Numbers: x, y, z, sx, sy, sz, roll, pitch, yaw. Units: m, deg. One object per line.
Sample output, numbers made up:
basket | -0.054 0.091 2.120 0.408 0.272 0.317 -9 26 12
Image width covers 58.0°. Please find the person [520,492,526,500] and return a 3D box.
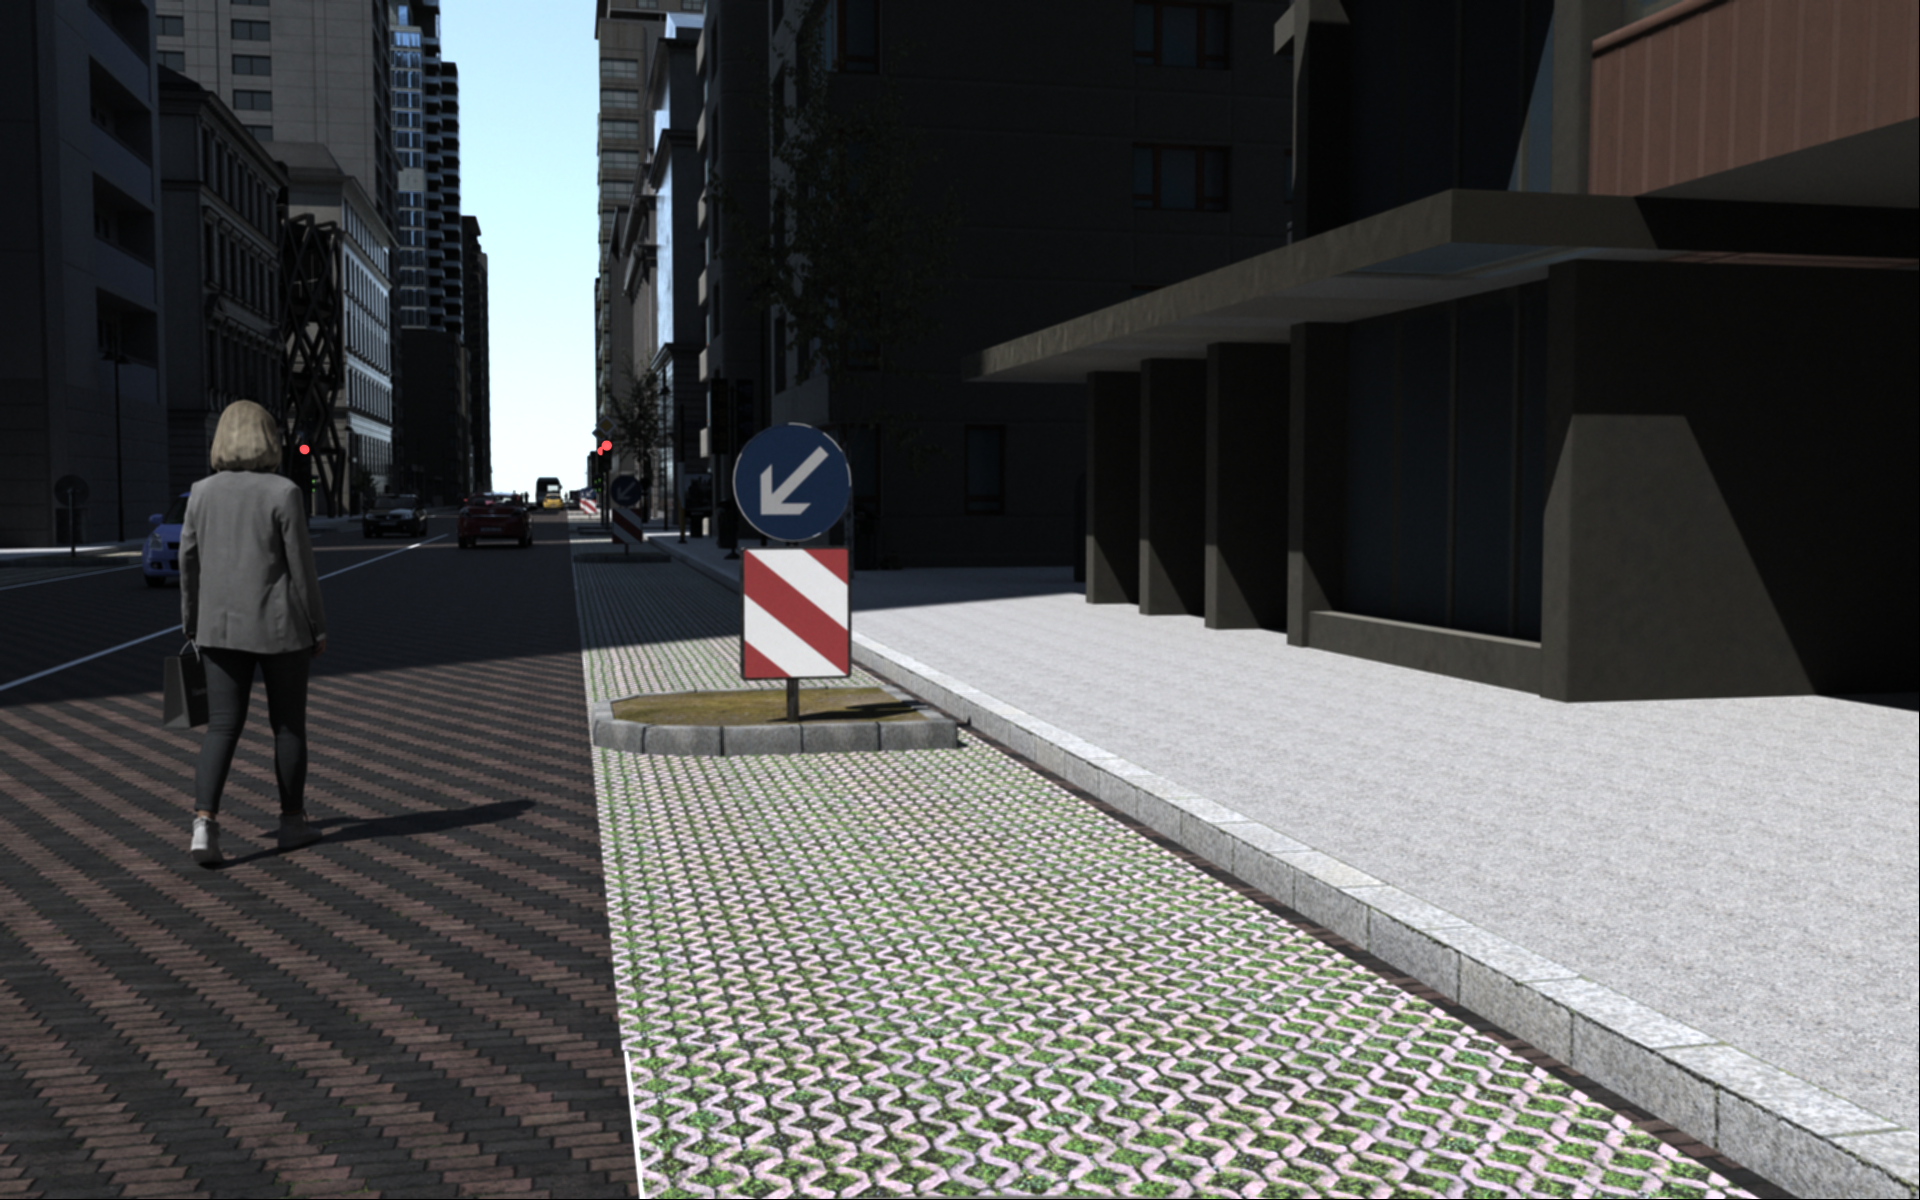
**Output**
person | -63.703 -14.843 251.904 1.217 1.735 0.721 0 4 -6

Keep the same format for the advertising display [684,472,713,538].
advertising display | -7.756 -2.795 50.905 0.974 1.923 0.123 -1 4 -23

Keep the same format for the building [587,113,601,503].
building | -50.014 -59.397 283.818 22.319 86.520 31.000 -1 4 -13

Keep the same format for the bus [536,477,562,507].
bus | -46.748 -12.356 196.884 2.948 3.499 13.247 -1 4 -13

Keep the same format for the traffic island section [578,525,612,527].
traffic island section | -14.183 -2.851 68.887 2.009 0.180 2.903 -1 4 -13

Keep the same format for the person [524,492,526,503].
person | -67.057 -15.810 267.128 0.705 1.807 1.348 -2 4 -32

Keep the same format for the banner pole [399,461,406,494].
banner pole | -41.540 -8.517 129.267 0.401 3.779 0.863 1 4 23

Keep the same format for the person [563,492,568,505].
person | -52.775 -13.622 231.672 0.568 1.767 0.683 0 4 -5

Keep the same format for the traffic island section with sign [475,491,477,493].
traffic island section with sign | -53.265 -11.110 190.282 1.989 1.847 2.006 -1 4 -13

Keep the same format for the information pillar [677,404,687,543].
information pillar | -7.277 -3.293 45.193 0.183 3.616 0.504 -1 4 -21

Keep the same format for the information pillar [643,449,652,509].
information pillar | -16.055 -5.967 88.920 0.504 3.616 0.183 1 4 18

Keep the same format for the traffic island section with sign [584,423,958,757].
traffic island section with sign | -1.199 -0.107 10.376 1.989 1.847 2.006 -1 4 -13

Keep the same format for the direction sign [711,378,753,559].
direction sign | -4.474 -2.574 34.083 0.876 3.537 0.379 -2 4 -29

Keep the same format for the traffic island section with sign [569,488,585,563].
traffic island section with sign | -7.190 -1.714 36.660 1.989 1.847 2.006 -1 4 -13

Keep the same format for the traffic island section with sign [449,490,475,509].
traffic island section with sign | -47.287 -9.503 163.995 1.989 1.847 2.006 -1 4 -13

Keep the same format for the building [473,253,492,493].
building | -84.679 -36.728 284.091 14.154 41.232 14.086 -1 4 -13

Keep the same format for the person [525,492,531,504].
person | -64.486 -15.262 258.026 0.705 1.826 1.348 2 4 24

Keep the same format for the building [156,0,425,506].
building | -56.911 -43.309 146.356 20.563 71.187 20.611 -1 4 -13

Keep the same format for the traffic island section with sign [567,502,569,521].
traffic island section with sign | -19.598 -5.047 91.144 1.989 1.847 2.006 -1 4 -13

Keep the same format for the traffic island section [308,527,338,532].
traffic island section | -25.049 -2.700 66.426 2.009 0.180 2.903 -1 4 -13

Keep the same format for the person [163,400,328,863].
person | -2.882 0.112 6.857 0.709 1.800 0.728 0 4 8

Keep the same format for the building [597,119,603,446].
building | -31.056 -35.735 203.867 23.786 49.044 30.456 -1 4 -13

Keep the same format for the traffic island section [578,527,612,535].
traffic island section | -12.410 -2.374 61.100 2.009 0.180 2.903 -1 4 -13

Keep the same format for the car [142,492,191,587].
car | -11.994 -1.130 28.075 1.945 1.707 3.694 -1 4 -11

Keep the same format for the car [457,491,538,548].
car | -12.695 -2.348 47.438 2.155 1.783 4.494 -1 4 -11

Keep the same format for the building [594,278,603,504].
building | -41.806 -28.188 232.574 14.160 30.474 14.107 -1 4 -13

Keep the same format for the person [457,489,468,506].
person | -41.351 -8.271 143.806 0.705 1.814 1.350 2 4 25

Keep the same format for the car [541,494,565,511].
car | -35.437 -8.603 150.879 2.015 1.641 3.980 -1 4 -14

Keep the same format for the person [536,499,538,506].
person | -51.584 -12.407 211.296 0.705 1.831 1.348 -2 4 -27

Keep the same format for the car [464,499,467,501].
car | -30.711 -6.245 111.142 2.155 1.783 4.494 -1 4 -13

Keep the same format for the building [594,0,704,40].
building | -21.923 -35.879 175.864 28.713 52.752 27.495 -1 4 -13

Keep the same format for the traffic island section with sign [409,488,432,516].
traffic island section with sign | -36.018 -6.477 114.527 1.989 1.847 2.006 -1 4 -13

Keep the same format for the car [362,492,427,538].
car | -18.898 -2.948 57.985 2.009 1.686 4.222 -1 4 -11

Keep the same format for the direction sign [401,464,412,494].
direction sign | -42.199 -8.575 132.191 0.379 3.537 0.876 3 5 39

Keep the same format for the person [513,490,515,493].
person | -46.165 -10.461 179.469 1.348 1.831 0.705 0 4 -3

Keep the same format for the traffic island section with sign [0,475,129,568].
traffic island section with sign | -17.799 -1.586 34.553 1.989 1.847 2.006 -1 4 -13

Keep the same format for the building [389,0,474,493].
building | -76.903 -56.188 231.348 22.319 86.520 31.000 -1 4 -13

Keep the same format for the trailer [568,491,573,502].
trailer | -65.257 -17.407 291.658 1.471 1.999 3.904 -1 4 -12

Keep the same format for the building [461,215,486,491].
building | -83.770 -37.145 261.942 22.147 44.769 28.867 -1 4 -13

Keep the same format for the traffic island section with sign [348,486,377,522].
traffic island section with sign | -30.028 -4.869 88.235 1.989 1.847 2.006 -1 4 -13

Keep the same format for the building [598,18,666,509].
building | -24.813 -28.788 154.279 14.154 41.232 14.086 -1 4 -13
